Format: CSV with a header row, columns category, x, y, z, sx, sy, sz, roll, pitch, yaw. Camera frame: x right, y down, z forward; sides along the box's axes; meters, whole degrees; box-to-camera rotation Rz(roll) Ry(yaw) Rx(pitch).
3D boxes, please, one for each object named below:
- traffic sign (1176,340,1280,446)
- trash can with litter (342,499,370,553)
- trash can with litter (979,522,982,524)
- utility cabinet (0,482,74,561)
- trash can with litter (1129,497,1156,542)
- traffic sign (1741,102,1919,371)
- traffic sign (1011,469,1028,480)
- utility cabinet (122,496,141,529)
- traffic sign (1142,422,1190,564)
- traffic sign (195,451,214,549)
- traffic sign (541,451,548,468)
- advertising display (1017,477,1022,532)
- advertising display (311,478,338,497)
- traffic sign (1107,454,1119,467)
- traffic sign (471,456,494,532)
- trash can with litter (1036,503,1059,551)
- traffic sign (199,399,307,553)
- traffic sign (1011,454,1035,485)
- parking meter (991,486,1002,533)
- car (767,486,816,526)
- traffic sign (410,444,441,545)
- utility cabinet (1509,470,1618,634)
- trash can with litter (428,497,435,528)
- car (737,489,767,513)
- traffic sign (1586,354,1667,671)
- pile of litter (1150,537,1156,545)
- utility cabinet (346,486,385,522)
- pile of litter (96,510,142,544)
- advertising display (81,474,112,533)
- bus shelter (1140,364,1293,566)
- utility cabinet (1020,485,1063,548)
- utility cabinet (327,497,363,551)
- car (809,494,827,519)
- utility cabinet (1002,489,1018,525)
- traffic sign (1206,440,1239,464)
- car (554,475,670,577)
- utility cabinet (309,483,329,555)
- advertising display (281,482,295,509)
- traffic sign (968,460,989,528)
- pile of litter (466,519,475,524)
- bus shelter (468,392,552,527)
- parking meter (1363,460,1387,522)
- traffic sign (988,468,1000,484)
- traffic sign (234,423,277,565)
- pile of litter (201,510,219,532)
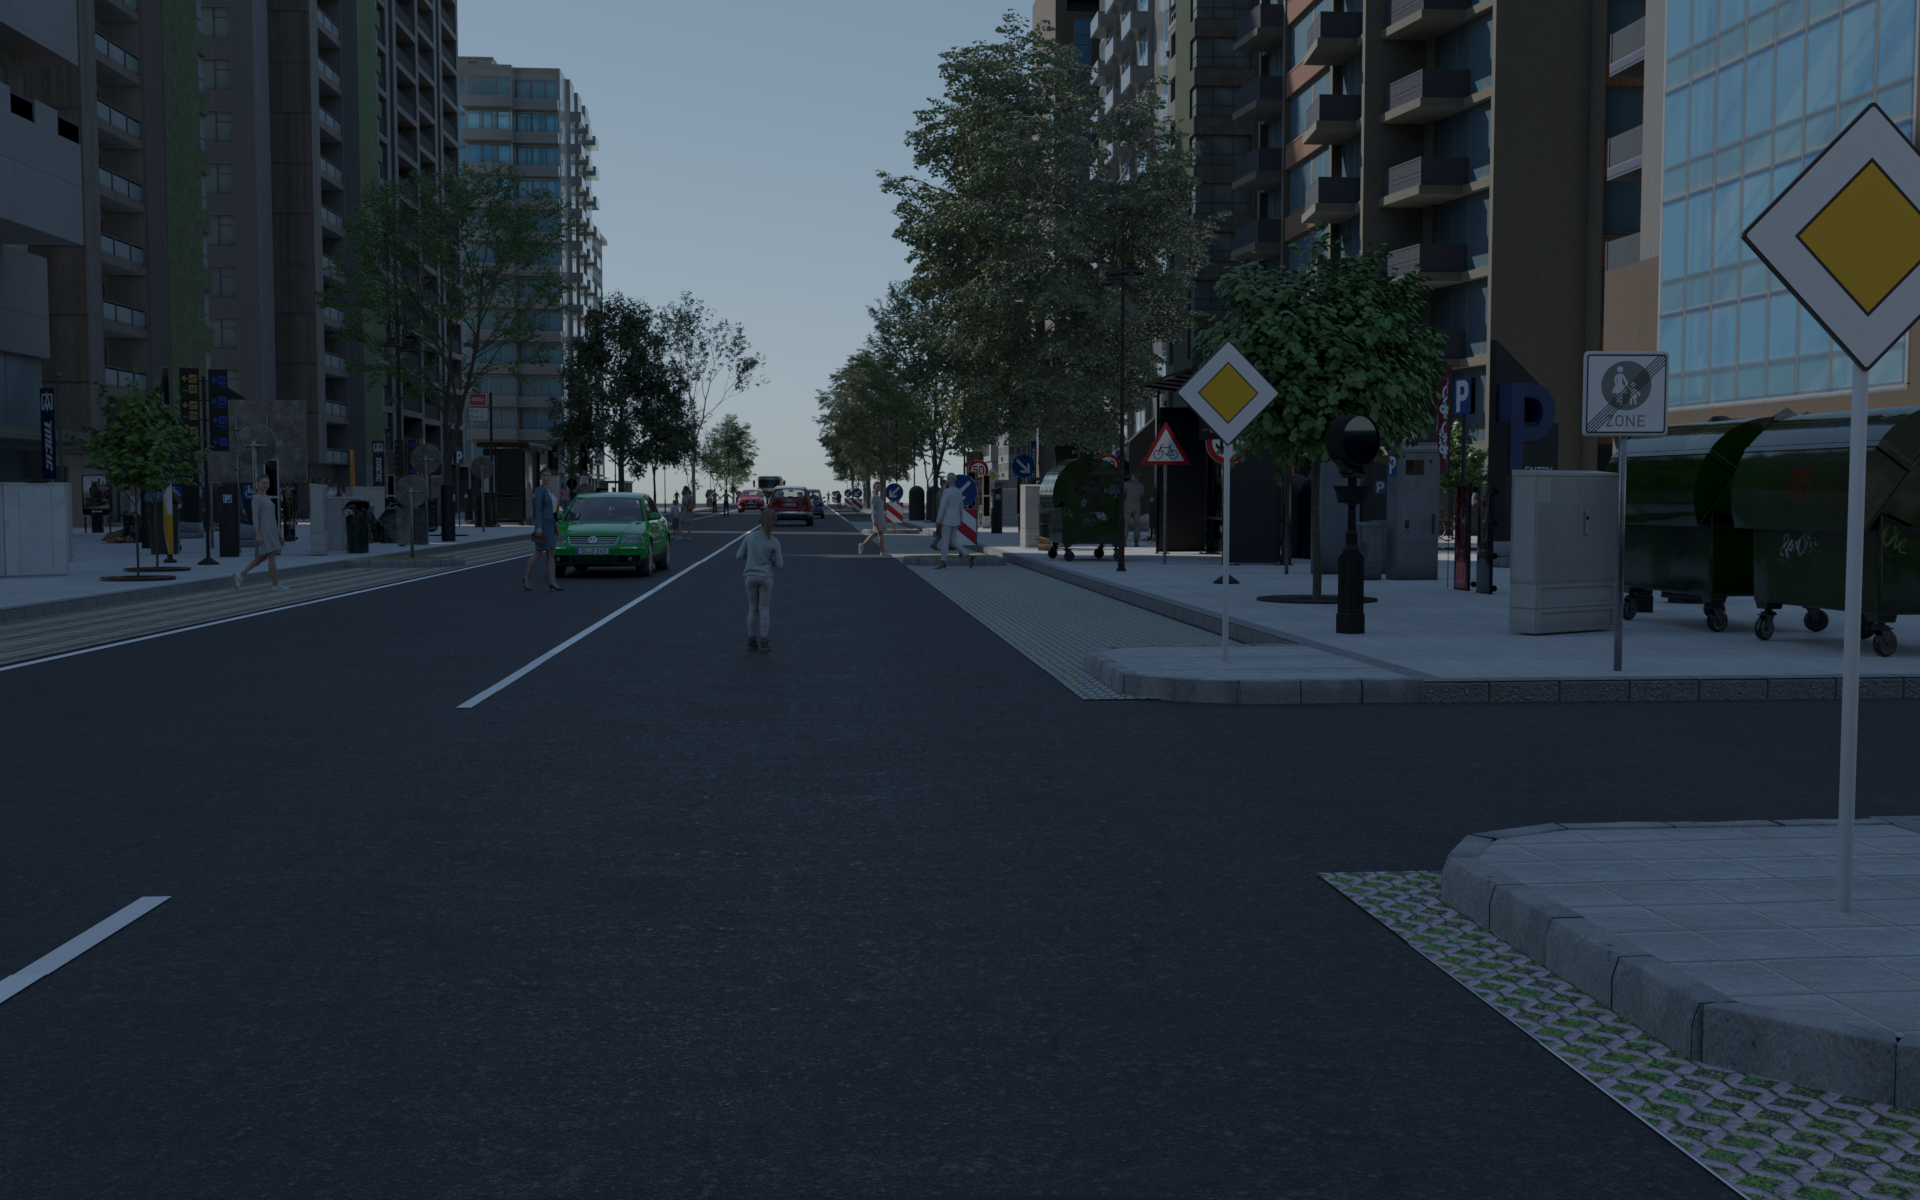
category,x,y,z,sx,sy,sz,roll,pitch,yaw
traffic sign,2.053,-0.673,13.188,0.795,2.593,0.064,0,4,-5
trash can with litter,-13.217,-1.611,37.730,0.624,1.170,1.055,-2,4,-29
trash can with litter,0.207,-4.237,80.329,2.233,1.210,1.678,3,5,45
utility cabinet,-17.471,-1.474,32.784,1.173,1.500,0.318,-1,4,-19
trash can with litter,5.247,-2.206,47.127,1.678,1.210,2.233,0,4,-6
traffic sign,2.738,-0.186,5.232,0.795,2.593,0.064,0,4,-5
traffic sign,2.300,-3.956,64.782,0.768,2.556,0.104,0,4,-3
utility cabinet,-23.928,-2.379,50.062,0.306,1.237,1.020,-3,4,-37
traffic sign,3.731,-1.927,31.507,0.884,2.594,0.081,0,4,-4
traffic sign,-17.611,-2.484,40.720,0.768,2.556,0.104,0,4,0
traffic sign,-20.398,-5.365,81.583,2.265,3.308,0.079,0,4,1
advertising display,2.070,-3.275,58.757,0.123,1.923,0.974,1,4,11
advertising display,-25.120,-3.871,68.501,0.974,1.923,0.123,-2,4,-27
traffic sign,4.643,-3.319,54.364,0.768,2.556,0.104,0,4,-3
traffic sign,-16.051,-3.557,58.264,0.768,2.556,0.104,0,4,-3
trash can with litter,2.065,-1.720,39.512,0.624,1.170,1.055,0,4,8
traffic sign,-15.256,-2.660,37.371,2.265,3.308,0.079,0,4,-4
traffic sign,2.031,-3.394,55.599,0.768,2.556,0.104,0,4,3
parking meter,1.201,-2.950,56.641,0.372,1.533,0.369,0,3,0
car,-7.742,-4.324,79.378,2.281,1.827,5.304,0,4,-4
traffic sign,-13.529,-2.678,43.888,0.768,2.556,0.104,0,4,-4
utility cabinet,5.605,-0.448,16.005,1.173,1.500,0.318,-2,4,-33
trash can with litter,-20.447,-3.319,65.654,1.055,1.170,0.624,-1,4,-18
car,-15.991,-7.623,133.307,2.281,1.827,5.304,0,4,-4
traffic sign,4.771,-0.634,12.496,0.606,2.300,0.079,0,4,-1
pile of litter,5.481,-1.858,44.349,1.719,0.858,1.176,-3,4,-37
utility cabinet,-17.441,-2.576,50.796,0.318,1.500,1.173,2,4,31
pile of litter,-22.882,-2.070,47.810,1.719,0.858,1.176,0,4,-3
advertising display,-28.420,-3.170,57.043,0.974,1.923,0.123,0,4,5
bus shelter,4.964,-2.622,34.157,1.731,3.624,6.357,0,4,-5
utility cabinet,2.019,-1.968,40.848,1.173,1.500,0.318,-1,4,-23
utility cabinet,-14.028,-1.709,39.105,1.020,1.237,0.306,-1,4,-9
car,-8.911,-5.552,102.779,2.014,1.417,4.499,0,4,-5
utility cabinet,2.039,-3.749,69.981,1.173,1.500,0.318,3,5,40
traffic sign,4.585,-1.812,29.725,0.768,2.556,0.104,0,4,-1
car,-6.333,-1.386,31.459,1.959,1.807,4.718,0,4,-4
utility cabinet,-13.466,-1.697,36.426,0.318,1.500,1.173,-1,4,-17
advertising display,-31.569,-4.644,81.146,0.123,1.923,0.974,2,4,26
traffic sign,0.690,-3.954,64.750,0.768,2.556,0.104,0,4,-1
pile of litter,-20.678,-3.701,74.474,1.176,0.858,1.719,0,4,-8
bus shelter,-18.511,-5.717,71.104,2.179,5.291,8.768,0,4,-5
parking meter,7.136,-1.468,29.708,0.399,1.863,0.255,-1,4,-22
traffic sign,1.645,-5.323,86.764,0.795,2.593,0.064,0,3,0
traffic sign,-12.648,-1.895,31.095,0.768,2.556,0.104,0,4,2
pile of litter,-25.836,-2.778,59.392,1.176,0.858,1.719,2,4,30
